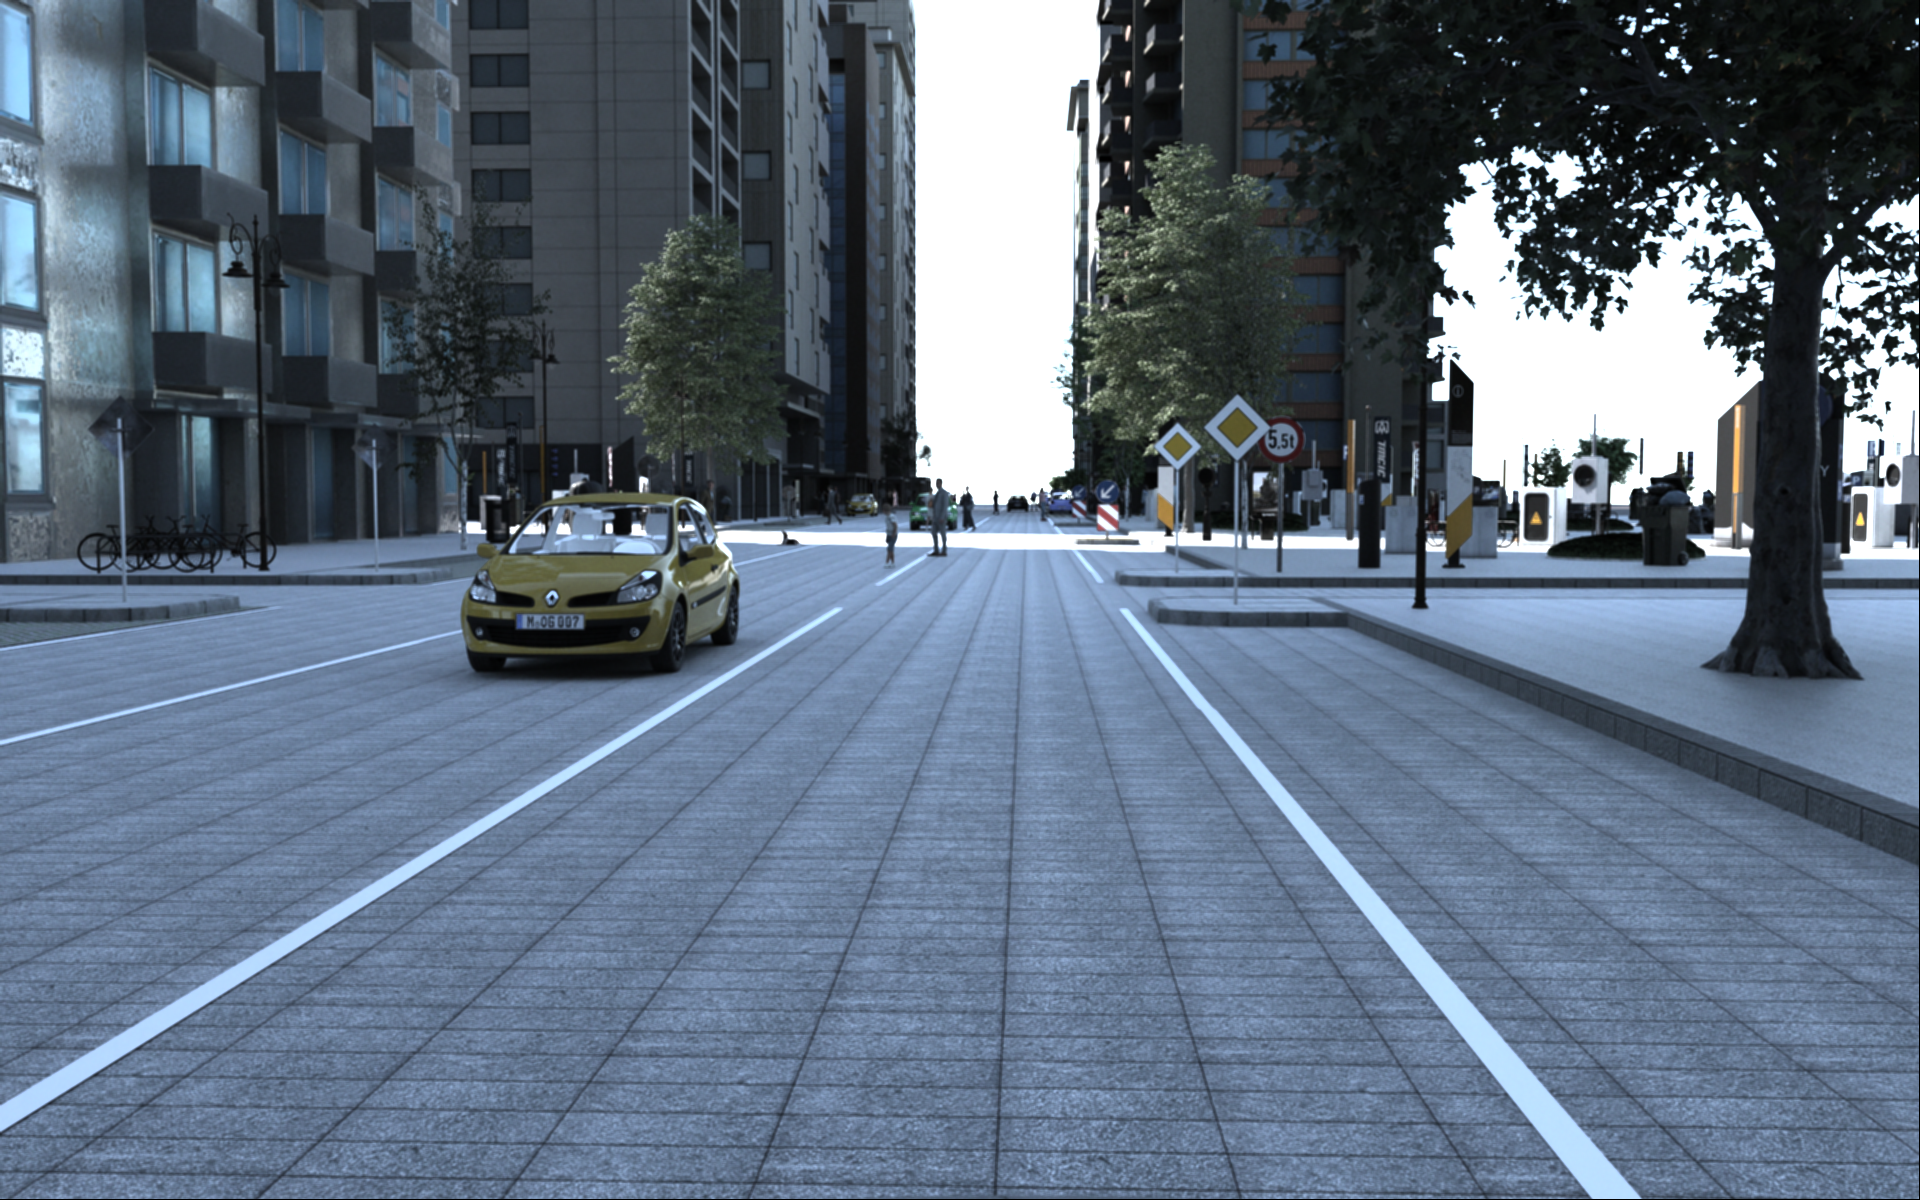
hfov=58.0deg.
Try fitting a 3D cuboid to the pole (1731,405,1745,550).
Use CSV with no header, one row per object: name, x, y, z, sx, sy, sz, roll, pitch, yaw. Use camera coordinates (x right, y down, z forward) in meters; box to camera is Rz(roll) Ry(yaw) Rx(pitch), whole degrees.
pole,17.898,-2.813,39.828,0.158,3.312,0.155,0,3,0

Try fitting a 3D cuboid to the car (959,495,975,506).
car,0.853,-12.216,211.734,2.014,1.417,4.499,0,4,4

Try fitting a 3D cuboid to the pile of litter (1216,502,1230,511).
pile of litter,14.612,-5.006,95.808,1.719,0.858,1.176,3,4,39

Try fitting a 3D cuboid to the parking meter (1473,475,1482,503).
parking meter,15.290,-2.801,51.512,0.399,1.863,0.255,-1,4,-21

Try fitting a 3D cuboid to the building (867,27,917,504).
building,-20.096,-37.458,201.678,28.713,52.752,27.495,0,4,2

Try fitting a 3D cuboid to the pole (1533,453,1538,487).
pole,28.465,-5.617,85.675,0.158,3.312,0.155,0,3,0

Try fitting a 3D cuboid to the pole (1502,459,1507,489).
pole,31.325,-6.472,99.668,0.158,3.312,0.155,0,3,0

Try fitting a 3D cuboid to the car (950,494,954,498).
car,-1.483,-13.596,231.889,1.945,1.707,3.694,0,4,1

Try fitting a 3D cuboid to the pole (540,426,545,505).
pole,-12.494,-3.554,51.943,0.158,3.312,0.155,0,3,0

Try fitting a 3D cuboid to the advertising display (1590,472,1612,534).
advertising display,18.812,-2.792,50.859,0.123,1.923,0.974,0,4,-8

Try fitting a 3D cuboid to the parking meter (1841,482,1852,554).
parking meter,18.937,-1.761,37.198,0.372,1.533,0.369,0,3,0

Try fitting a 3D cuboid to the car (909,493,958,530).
car,-1.048,-3.723,69.666,1.959,1.807,4.718,0,4,2

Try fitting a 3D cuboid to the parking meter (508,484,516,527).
parking meter,-17.414,-3.771,67.360,0.255,1.863,0.399,-1,4,-19

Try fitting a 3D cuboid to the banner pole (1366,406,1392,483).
banner pole,11.787,-3.613,49.090,0.863,3.779,0.401,1,4,19

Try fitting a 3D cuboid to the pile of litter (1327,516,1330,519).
pile of litter,19.794,-4.675,90.395,1.176,0.858,1.719,0,4,-5

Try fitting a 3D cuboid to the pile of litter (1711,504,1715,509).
pile of litter,35.030,-4.020,79.692,1.176,0.858,1.719,1,4,9

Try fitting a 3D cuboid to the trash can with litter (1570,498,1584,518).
trash can with litter,24.179,-3.547,69.058,2.233,1.210,1.678,1,4,10

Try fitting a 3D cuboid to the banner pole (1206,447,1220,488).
banner pole,11.862,-5.602,81.606,0.863,3.779,0.401,-1,4,-11

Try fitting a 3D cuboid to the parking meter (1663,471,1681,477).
parking meter,18.238,-2.368,44.431,0.255,1.863,0.399,-3,4,-38

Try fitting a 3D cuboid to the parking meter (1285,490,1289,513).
parking meter,18.707,-5.571,99.496,0.372,1.533,0.369,0,3,0

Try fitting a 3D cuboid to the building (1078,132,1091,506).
building,20.522,-31.478,198.262,14.154,41.232,14.086,0,4,2

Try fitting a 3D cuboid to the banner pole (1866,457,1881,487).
banner pole,44.688,-5.789,84.661,0.401,3.779,0.863,-3,4,-38

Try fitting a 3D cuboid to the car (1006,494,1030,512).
car,4.724,-8.041,141.260,2.009,1.686,4.222,0,4,3

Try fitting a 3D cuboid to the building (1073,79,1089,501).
building,26.731,-43.099,246.667,21.231,58.520,28.212,0,4,2

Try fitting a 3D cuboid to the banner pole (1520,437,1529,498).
banner pole,24.807,-5.268,76.154,0.401,3.779,0.863,-1,4,-9

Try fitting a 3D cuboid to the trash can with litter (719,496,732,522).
trash can with litter,-10.647,-4.152,79.276,0.624,1.170,1.055,-2,4,-24

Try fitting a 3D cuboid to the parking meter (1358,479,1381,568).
parking meter,7.126,-1.327,30.115,0.372,1.533,0.369,0,3,0

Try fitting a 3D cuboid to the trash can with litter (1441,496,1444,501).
trash can with litter,28.144,-5.550,102.122,0.624,1.170,1.055,0,4,-1

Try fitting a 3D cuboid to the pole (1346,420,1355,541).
pole,10.765,-3.295,47.714,0.158,3.312,0.155,0,3,0

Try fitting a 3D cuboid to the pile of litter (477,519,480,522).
pile of litter,-21.409,-3.982,79.069,1.719,0.858,1.176,3,5,43

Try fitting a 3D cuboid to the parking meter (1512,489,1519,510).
parking meter,30.486,-5.298,95.028,0.372,1.533,0.369,0,3,0

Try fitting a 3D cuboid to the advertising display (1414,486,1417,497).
advertising display,22.097,-4.818,83.994,0.123,1.923,0.974,1,4,17

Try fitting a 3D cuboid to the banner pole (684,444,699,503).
banner pole,-11.804,-5.284,76.414,0.863,3.779,0.401,1,4,10

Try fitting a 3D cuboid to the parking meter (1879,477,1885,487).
parking meter,27.962,-2.851,52.325,0.255,1.863,0.399,-3,4,-38

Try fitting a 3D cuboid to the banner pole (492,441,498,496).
banner pole,-21.693,-5.589,81.396,0.863,3.779,0.401,-2,4,-34

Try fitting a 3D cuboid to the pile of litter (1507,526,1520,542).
pile of litter,15.600,-1.995,46.577,1.719,0.858,1.176,1,4,14

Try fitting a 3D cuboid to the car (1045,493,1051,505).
car,10.169,-11.607,199.372,1.945,1.707,3.694,0,4,3

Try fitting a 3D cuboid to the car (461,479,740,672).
car,-3.046,-0.302,15.163,2.015,1.641,3.980,0,4,2

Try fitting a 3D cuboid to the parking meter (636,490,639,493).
parking meter,-15.549,-4.552,82.838,0.372,1.533,0.369,0,3,0

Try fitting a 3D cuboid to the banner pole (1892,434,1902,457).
banner pole,39.379,-5.070,72.919,0.863,3.779,0.401,-2,4,-31

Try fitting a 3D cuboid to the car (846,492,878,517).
car,-6.247,-6.158,110.914,2.015,1.641,3.980,0,4,3

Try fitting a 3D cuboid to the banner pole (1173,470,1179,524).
banner pole,8.977,-5.105,73.478,0.863,3.779,0.401,-3,4,-37

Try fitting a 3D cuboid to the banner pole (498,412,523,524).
banner pole,-13.566,-3.846,52.906,0.863,3.779,0.401,2,4,33

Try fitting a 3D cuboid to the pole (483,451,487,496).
pole,-22.644,-5.426,82.561,0.158,3.312,0.155,0,3,0

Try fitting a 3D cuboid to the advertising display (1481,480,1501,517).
advertising display,24.182,-4.513,78.995,0.123,1.923,0.974,-3,5,-43

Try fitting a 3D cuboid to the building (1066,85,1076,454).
building,27.931,-38.501,218.723,28.713,52.752,27.495,0,4,2

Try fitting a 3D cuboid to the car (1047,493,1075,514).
car,7.157,-6.909,122.548,1.945,1.707,3.694,0,4,2

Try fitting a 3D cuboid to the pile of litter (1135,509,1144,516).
pile of litter,11.083,-5.331,101.125,1.719,0.858,1.176,1,4,16

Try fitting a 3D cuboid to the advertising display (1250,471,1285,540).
advertising display,8.505,-2.612,47.919,0.974,1.923,0.123,-1,4,-11

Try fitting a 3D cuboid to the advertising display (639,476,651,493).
advertising display,-10.896,-3.349,59.971,0.123,1.923,0.974,-2,4,-29
